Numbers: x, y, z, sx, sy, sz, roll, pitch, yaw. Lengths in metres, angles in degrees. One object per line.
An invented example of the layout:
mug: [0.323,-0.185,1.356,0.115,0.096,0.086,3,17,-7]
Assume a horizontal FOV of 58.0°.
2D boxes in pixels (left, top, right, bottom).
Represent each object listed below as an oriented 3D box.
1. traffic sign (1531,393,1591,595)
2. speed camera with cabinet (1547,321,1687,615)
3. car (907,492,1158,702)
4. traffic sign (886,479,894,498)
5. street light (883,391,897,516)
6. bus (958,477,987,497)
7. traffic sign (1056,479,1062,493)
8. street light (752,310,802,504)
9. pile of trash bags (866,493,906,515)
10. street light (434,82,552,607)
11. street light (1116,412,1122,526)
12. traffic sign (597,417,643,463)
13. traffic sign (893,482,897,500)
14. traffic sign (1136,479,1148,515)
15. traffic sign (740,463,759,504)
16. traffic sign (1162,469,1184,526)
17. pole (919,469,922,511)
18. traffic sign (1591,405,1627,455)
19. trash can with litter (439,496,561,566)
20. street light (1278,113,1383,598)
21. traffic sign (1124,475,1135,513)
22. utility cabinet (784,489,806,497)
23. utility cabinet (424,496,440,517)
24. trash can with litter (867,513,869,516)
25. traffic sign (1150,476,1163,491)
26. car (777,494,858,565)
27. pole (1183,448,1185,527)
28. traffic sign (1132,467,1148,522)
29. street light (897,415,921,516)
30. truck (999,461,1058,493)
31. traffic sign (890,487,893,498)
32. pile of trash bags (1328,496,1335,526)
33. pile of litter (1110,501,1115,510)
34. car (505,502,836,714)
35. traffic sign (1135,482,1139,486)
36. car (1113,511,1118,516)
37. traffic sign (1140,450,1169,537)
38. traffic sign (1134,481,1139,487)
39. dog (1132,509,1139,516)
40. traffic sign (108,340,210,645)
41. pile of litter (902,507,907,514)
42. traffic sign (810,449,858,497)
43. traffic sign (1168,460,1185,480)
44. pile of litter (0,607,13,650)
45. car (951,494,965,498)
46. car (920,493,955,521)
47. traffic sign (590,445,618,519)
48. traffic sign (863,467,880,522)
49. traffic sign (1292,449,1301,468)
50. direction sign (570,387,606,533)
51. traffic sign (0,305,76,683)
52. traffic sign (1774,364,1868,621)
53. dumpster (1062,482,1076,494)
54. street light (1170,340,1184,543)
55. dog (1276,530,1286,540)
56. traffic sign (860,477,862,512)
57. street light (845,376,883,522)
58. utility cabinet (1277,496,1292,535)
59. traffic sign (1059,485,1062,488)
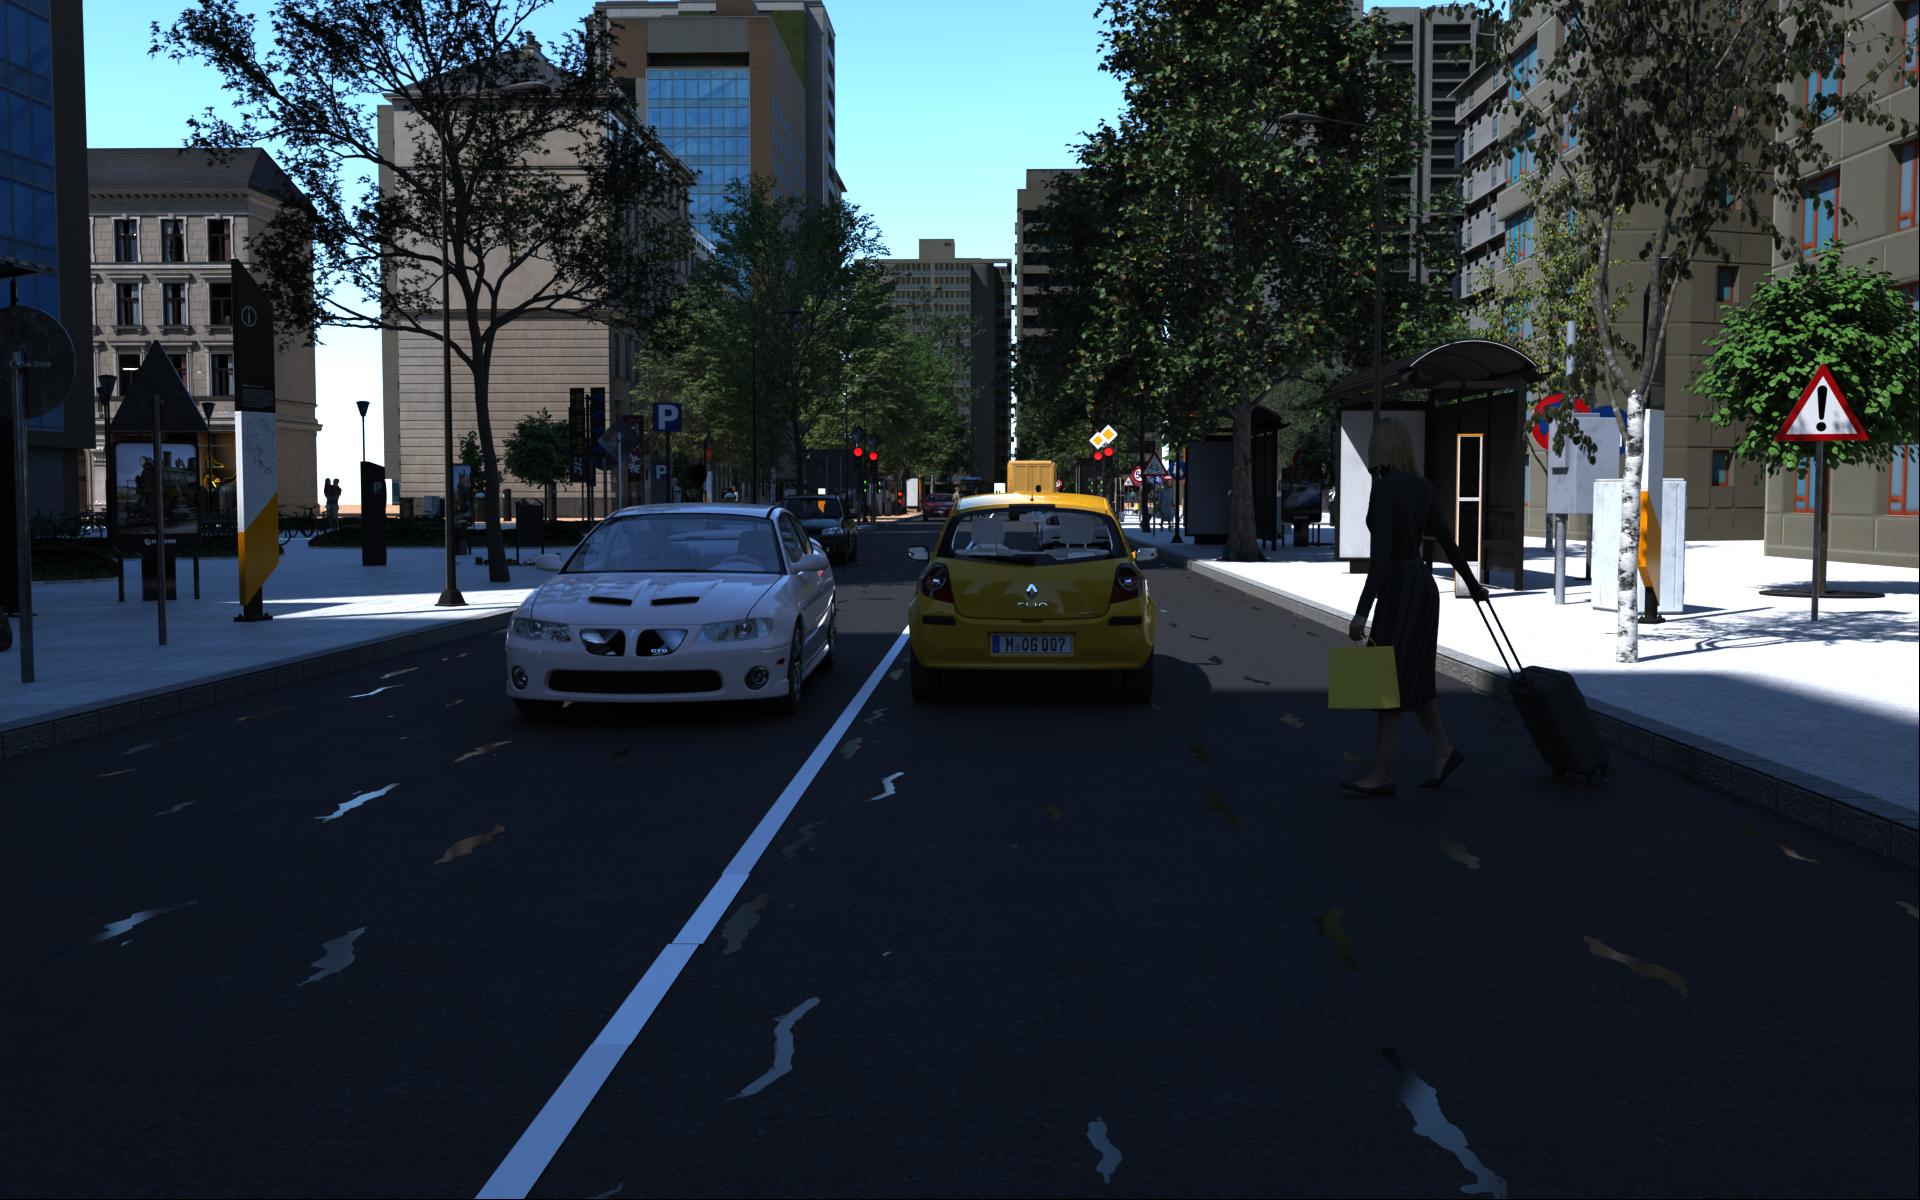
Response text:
traffic sign: [7.563,-1.330,21.859,0.768,2.556,0.104,0,4,8]
speed camera with cabinet: [7.270,-1.522,19.227,0.660,3.252,2.038,-1,4,-8]
car: [0.556,-0.194,13.396,2.015,1.641,3.980,0,4,2]
traffic sign: [-5.955,-8.886,145.386,0.768,2.556,0.104,1,4,10]
street light: [-3.752,-6.466,78.256,1.470,5.913,1.316,0,4,2]
bus: [1.266,-11.737,186.754,2.948,3.499,13.247,0,4,0]
traffic sign: [8.100,-8.824,144.383,0.768,2.556,0.104,0,4,6]
street light: [-4.667,-4.357,43.782,1.470,5.913,1.316,0,4,2]
pile of trash bags: [-4.291,-5.863,105.620,1.912,1.369,3.447,2,4,26]
street light: [-5.302,-2.884,19.698,1.470,5.913,1.316,0,4,2]
street light: [5.795,-5.933,69.542,1.470,5.913,1.316,0,4,2]
traffic sign: [-5.820,-1.827,29.608,0.795,2.593,0.064,0,4,6]
traffic sign: [-5.527,-9.016,147.511,0.768,2.556,0.104,0,4,6]
traffic sign: [11.097,-6.468,105.855,0.768,2.556,0.104,0,4,3]
traffic sign: [-8.381,-4.205,68.853,0.768,2.556,0.104,0,4,4]
traffic sign: [8.236,-4.099,67.024,0.884,2.594,0.081,0,4,4]
pole: [-2.940,-8.242,128.595,0.158,3.312,0.155,0,3,0]
traffic sign: [9.317,-1.524,25.024,0.768,2.556,0.104,0,4,8]
trash can with litter: [-8.096,-1.243,31.384,2.233,1.210,1.678,1,4,14]
street light: [4.583,-2.981,21.277,1.470,5.913,1.316,0,4,2]
traffic sign: [11.461,-7.208,117.857,0.884,2.594,0.081,0,4,7]
utility cabinet: [-7.524,-4.299,78.973,0.318,1.500,1.173,2,4,35]
utility cabinet: [-20.389,-3.411,66.925,0.306,1.237,1.020,-2,4,-34]
trash can with litter: [-5.204,-5.547,101.748,1.678,1.210,2.233,0,4,-1]
traffic sign: [11.613,-6.262,102.482,0.768,2.556,0.104,1,4,11]
car: [-3.092,-1.603,36.002,2.009,1.686,4.222,0,4,1]
pole: [8.806,-4.510,67.579,0.158,3.312,0.155,0,3,0]
traffic sign: [8.381,-4.922,80.587,0.768,2.556,0.104,1,4,11]
street light: [-3.165,-7.939,102.342,1.470,5.913,1.316,0,4,2]
truck: [4.033,-6.309,99.084,3.469,3.379,9.791,0,4,1]
traffic sign: [-6.060,-9.248,151.316,0.768,2.556,0.104,0,4,6]
pile of trash bags: [15.531,-3.609,68.763,1.912,1.369,3.447,0,4,-6]
pile of litter: [9.769,-5.893,110.312,1.719,0.858,1.176,3,4,37]
car: [-1.961,-0.028,12.816,2.083,1.381,4.827,0,4,1]
traffic sign: [11.432,-6.703,109.696,0.768,2.556,0.104,0,4,3]
car: [2.881,-1.853,42.653,2.083,1.381,4.827,0,4,1]
traffic sign: [5.780,-3.150,51.510,0.884,2.594,0.081,0,4,6]
traffic sign: [12.371,-7.282,119.172,0.768,2.556,0.104,0,4,3]
dog: [10.053,-5.048,99.370,0.406,0.507,0.540,1,4,11]
traffic sign: [-6.775,-0.895,14.645,0.884,2.594,0.081,0,4,5]
pile of litter: [-4.134,-6.064,113.108,1.719,0.858,1.176,-3,5,-42]
traffic sign: [-5.704,-5.167,78.361,2.265,3.308,0.079,1,4,10]
traffic sign: [8.072,-3.913,64.089,0.768,2.556,0.104,0,4,3]
pile of litter: [-8.344,0.012,13.764,1.176,0.858,1.719,2,4,29]
car: [-0.286,-8.233,146.402,2.131,1.459,4.920,0,4,3]
car: [-1.102,-5.184,93.796,2.155,1.783,4.494,0,4,0]
traffic sign: [-7.719,-2.299,37.698,0.768,2.556,0.104,1,4,10]
traffic sign: [-4.102,-4.893,80.108,0.768,2.556,0.104,1,4,11]
traffic sign: [9.324,-2.845,46.628,0.768,2.556,0.104,1,4,9]
direction sign: [-7.921,-2.747,36.917,0.876,3.537,0.379,1,4,23]
traffic sign: [-6.354,-0.711,11.729,0.768,2.556,0.104,0,4,3]
traffic sign: [8.623,-1.064,17.403,0.884,2.594,0.081,1,4,9]
dumpster: [9.079,-8.466,140.905,1.502,2.255,1.985,0,4,1]
street light: [5.165,-4.454,45.363,1.470,5.913,1.316,0,4,2]
dog: [9.008,-1.905,48.889,0.748,0.427,0.550,-1,4,-20]
traffic sign: [-7.238,-7.756,126.918,0.768,2.556,0.104,1,4,9]
street light: [-3.922,-5.848,68.154,1.470,5.913,1.316,0,4,2]
utility cabinet: [10.300,-2.699,55.288,0.306,1.237,1.020,2,4,28]
traffic sign: [8.605,-9.332,152.684,0.768,2.556,0.104,0,4,6]
